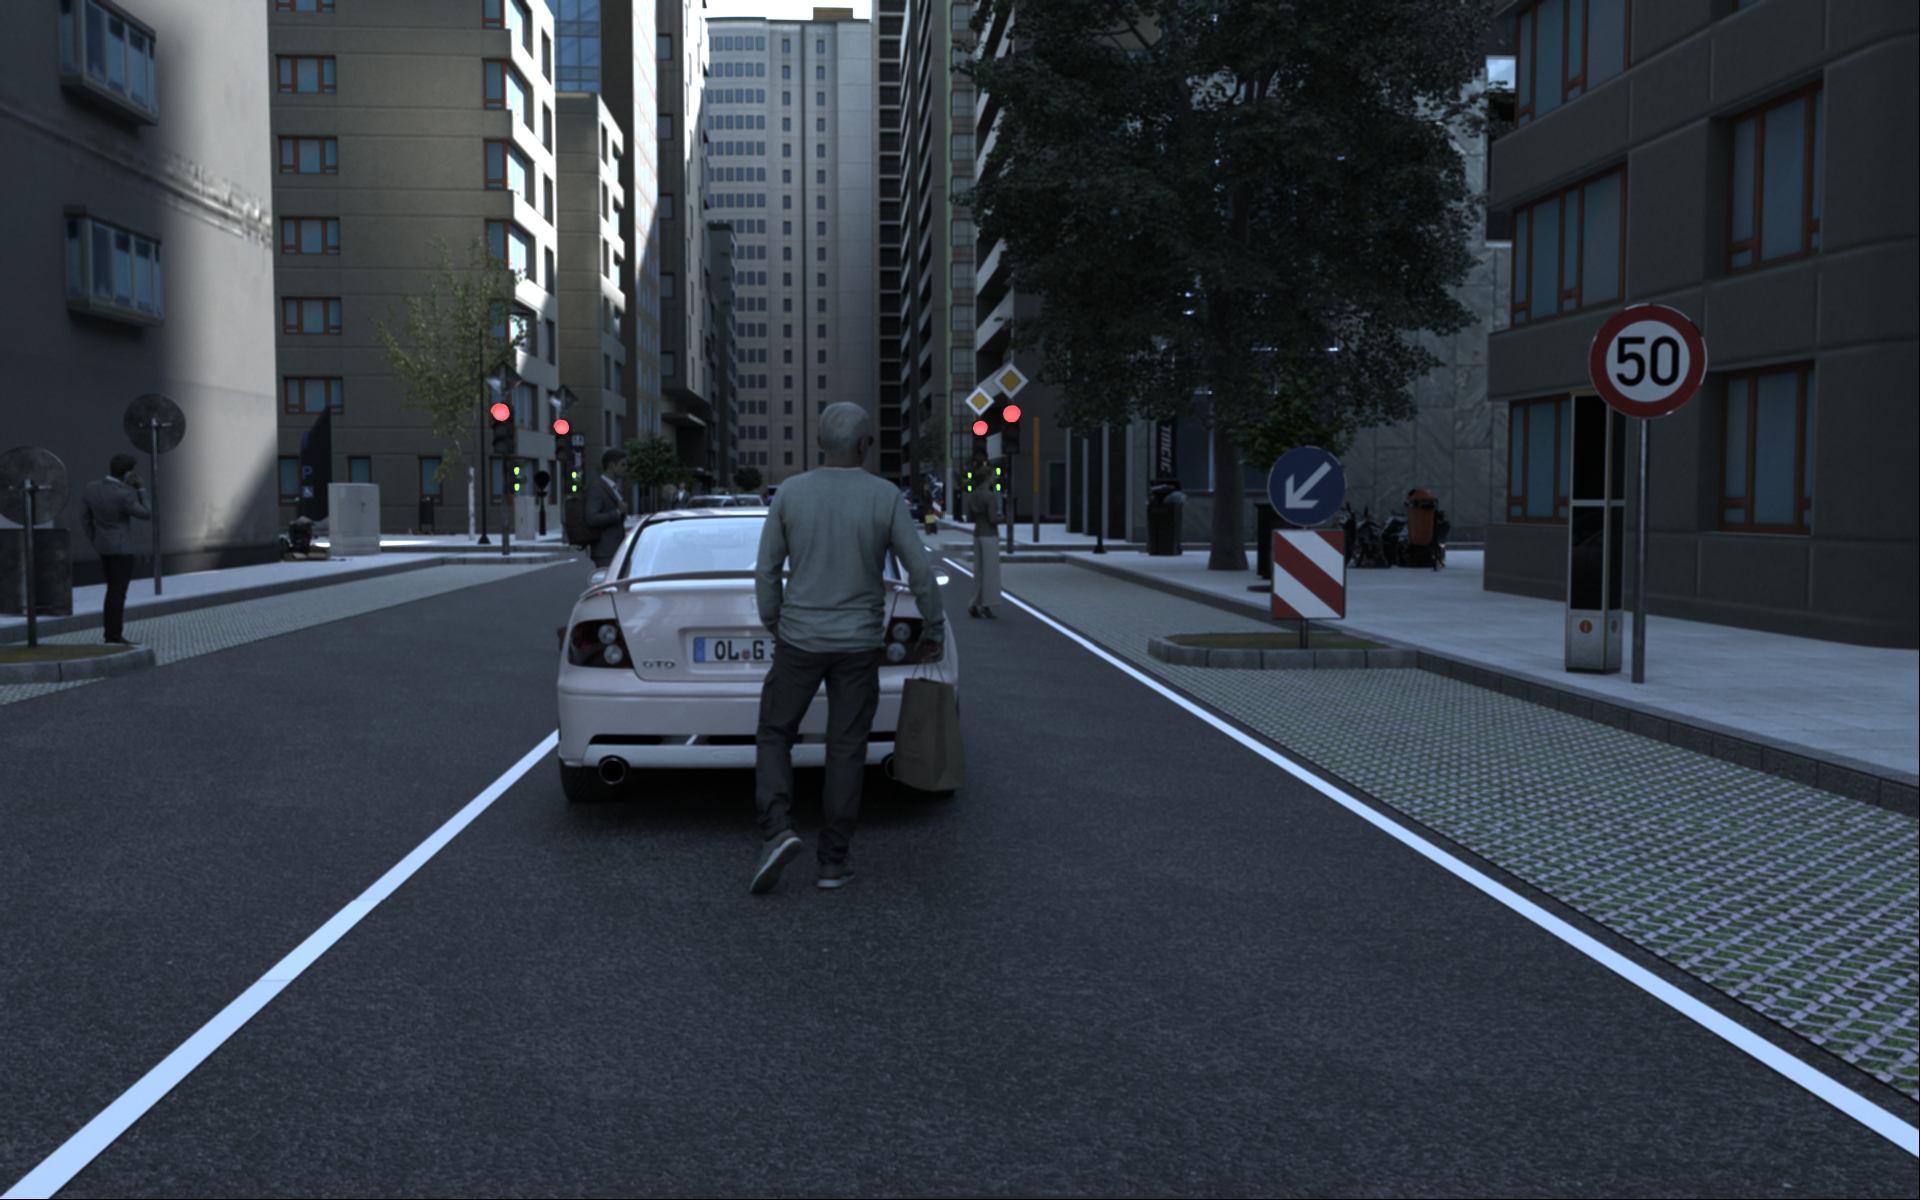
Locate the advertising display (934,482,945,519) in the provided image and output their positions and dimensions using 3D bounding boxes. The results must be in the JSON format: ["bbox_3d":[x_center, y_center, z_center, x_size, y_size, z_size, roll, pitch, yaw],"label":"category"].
[{"bbox_3d":[-1.061,-5.176,89.840,0.123,1.923,0.974,-2,4,-30],"label":"advertising display"}]

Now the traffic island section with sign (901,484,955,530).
[{"bbox_3d":[-1.218,-3.734,69.674,1.989,1.847,2.006,0,4,-4],"label":"traffic island section with sign"}]

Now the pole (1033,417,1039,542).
[{"bbox_3d":[2.027,-3.190,45.993,0.158,3.312,0.155,0,3,0],"label":"pole"}]

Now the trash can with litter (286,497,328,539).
[{"bbox_3d":[-18.775,-2.322,49.030,1.678,1.210,2.233,-1,4,-22],"label":"trash can with litter"}]

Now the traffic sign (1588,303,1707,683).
[{"bbox_3d":[4.606,-0.708,11.689,0.768,2.556,0.104,0,4,6],"label":"traffic sign"}]

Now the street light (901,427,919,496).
[{"bbox_3d":[-3.400,-8.999,119.669,1.470,5.913,1.316,0,4,-4],"label":"street light"}]

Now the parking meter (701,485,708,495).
[{"bbox_3d":[-16.983,-6.693,115.135,0.399,1.863,0.255,2,4,24],"label":"parking meter"}]

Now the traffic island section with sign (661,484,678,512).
[{"bbox_3d":[-11.625,-3.728,69.589,1.989,1.847,2.006,0,4,-4],"label":"traffic island section with sign"}]

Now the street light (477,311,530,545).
[{"bbox_3d":[-11.598,-4.373,44.033,1.470,5.913,1.316,0,4,-4],"label":"street light"}]

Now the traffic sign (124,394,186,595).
[{"bbox_3d":[-10.217,-1.338,21.990,0.768,2.556,0.104,0,4,-3],"label":"traffic sign"}]

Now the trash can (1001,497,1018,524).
[{"bbox_3d":[2.099,-3.782,73.490,0.748,1.137,0.748,0,3,0],"label":"trash can"}]

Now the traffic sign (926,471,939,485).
[{"bbox_3d":[-1.539,-5.963,97.599,0.768,2.556,0.104,0,4,-4],"label":"traffic sign"}]

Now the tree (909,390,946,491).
[{"bbox_3d":[-1.863,-10.592,123.545,4.360,8.622,3.978,0,3,0],"label":"tree"}]

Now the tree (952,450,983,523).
[{"bbox_3d":[0.348,-5.030,76.834,1.663,3.219,1.824,0,3,0],"label":"tree"}]

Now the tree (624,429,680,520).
[{"bbox_3d":[-15.562,-6.318,87.021,4.285,4.588,4.351,0,3,0],"label":"tree"}]

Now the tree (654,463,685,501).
[{"bbox_3d":[-16.516,-6.261,96.964,1.663,3.219,1.824,0,3,0],"label":"tree"}]

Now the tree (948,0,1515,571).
[{"bbox_3d":[4.443,-7.477,28.897,9.857,13.997,8.962,0,3,0],"label":"tree"}]

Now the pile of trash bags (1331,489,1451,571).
[{"bbox_3d":[7.599,-1.247,30.147,1.912,1.369,3.447,0,4,-3],"label":"pile of trash bags"}]

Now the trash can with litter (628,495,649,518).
[{"bbox_3d":[-17.364,-5.048,93.594,2.233,1.210,1.678,0,4,-3],"label":"trash can with litter"}]

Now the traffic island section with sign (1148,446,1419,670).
[{"bbox_3d":[2.694,-0.390,15.002,1.989,1.847,2.006,0,4,-4],"label":"traffic island section with sign"}]

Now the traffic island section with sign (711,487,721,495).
[{"bbox_3d":[-13.581,-5.405,96.991,1.989,1.847,2.006,0,4,-4],"label":"traffic island section with sign"}]

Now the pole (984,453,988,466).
[{"bbox_3d":[1.292,-5.621,85.742,0.158,3.312,0.155,0,3,0],"label":"pole"}]

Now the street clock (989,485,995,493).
[{"bbox_3d":[1.225,-4.087,71.390,0.471,2.002,0.358,1,4,11],"label":"street clock"}]

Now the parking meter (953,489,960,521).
[{"bbox_3d":[-0.149,-4.591,83.474,0.372,1.533,0.369,0,3,0],"label":"parking meter"}]

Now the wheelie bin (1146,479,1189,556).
[{"bbox_3d":[4.295,-1.727,36.143,0.980,1.594,0.693,2,4,24],"label":"wheelie bin"}]

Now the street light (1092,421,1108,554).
[{"bbox_3d":[2.477,-3.951,37.143,1.470,5.913,1.316,0,4,-4],"label":"street light"}]

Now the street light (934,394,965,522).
[{"bbox_3d":[-0.496,-6.586,80.217,1.470,5.913,1.316,0,4,-4],"label":"street light"}]

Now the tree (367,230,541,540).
[{"bbox_3d":[-13.757,-5.956,47.738,4.737,8.622,4.395,0,3,0],"label":"tree"}]

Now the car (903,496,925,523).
[{"bbox_3d":[-2.583,-4.499,86.146,1.945,1.354,3.894,0,4,-4],"label":"car"}]

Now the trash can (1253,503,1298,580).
[{"bbox_3d":[4.779,-0.880,26.049,0.748,1.137,0.748,0,3,0],"label":"trash can"}]

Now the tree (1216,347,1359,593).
[{"bbox_3d":[4.439,-1.723,22.767,1.663,3.219,1.824,0,3,0],"label":"tree"}]

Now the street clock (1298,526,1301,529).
[{"bbox_3d":[7.247,-1.960,36.611,0.471,2.002,0.358,0,4,3],"label":"street clock"}]

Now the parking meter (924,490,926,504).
[{"bbox_3d":[-1.982,-5.833,101.080,0.255,1.863,0.399,0,4,1],"label":"parking meter"}]

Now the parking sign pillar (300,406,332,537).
[{"bbox_3d":[-19.536,-3.920,52.562,1.447,3.967,1.447,0,4,3],"label":"parking sign pillar"}]

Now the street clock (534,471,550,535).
[{"bbox_3d":[-12.973,-3.010,53.784,0.471,2.002,0.358,-1,4,-19],"label":"street clock"}]

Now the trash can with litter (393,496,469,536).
[{"bbox_3d":[-16.345,-2.618,53.858,2.233,1.210,1.678,1,4,22],"label":"trash can with litter"}]

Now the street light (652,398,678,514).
[{"bbox_3d":[-14.305,-6.799,83.709,1.470,5.913,1.316,0,4,-4],"label":"street light"}]

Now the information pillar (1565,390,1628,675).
[{"bbox_3d":[4.561,-0.484,12.411,0.304,2.012,0.304,3,5,44],"label":"information pillar"}]

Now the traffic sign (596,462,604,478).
[{"bbox_3d":[-13.325,-3.989,65.324,0.768,2.556,0.104,0,4,-2],"label":"traffic sign"}]

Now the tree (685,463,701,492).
[{"bbox_3d":[-17.071,-6.876,107.024,1.663,3.219,1.824,0,3,0],"label":"tree"}]

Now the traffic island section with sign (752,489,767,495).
[{"bbox_3d":[-17.086,-8.396,145.904,1.989,1.847,2.006,0,4,-4],"label":"traffic island section with sign"}]

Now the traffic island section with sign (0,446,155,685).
[{"bbox_3d":[-7.624,-0.315,13.773,1.989,1.847,2.006,0,4,-4],"label":"traffic island section with sign"}]

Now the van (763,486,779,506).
[{"bbox_3d":[-13.167,-7.447,126.144,2.240,2.365,5.245,0,4,-6],"label":"van"}]

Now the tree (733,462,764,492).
[{"bbox_3d":[-21.788,-11.880,177.949,4.285,4.588,4.351,0,3,0],"label":"tree"}]
